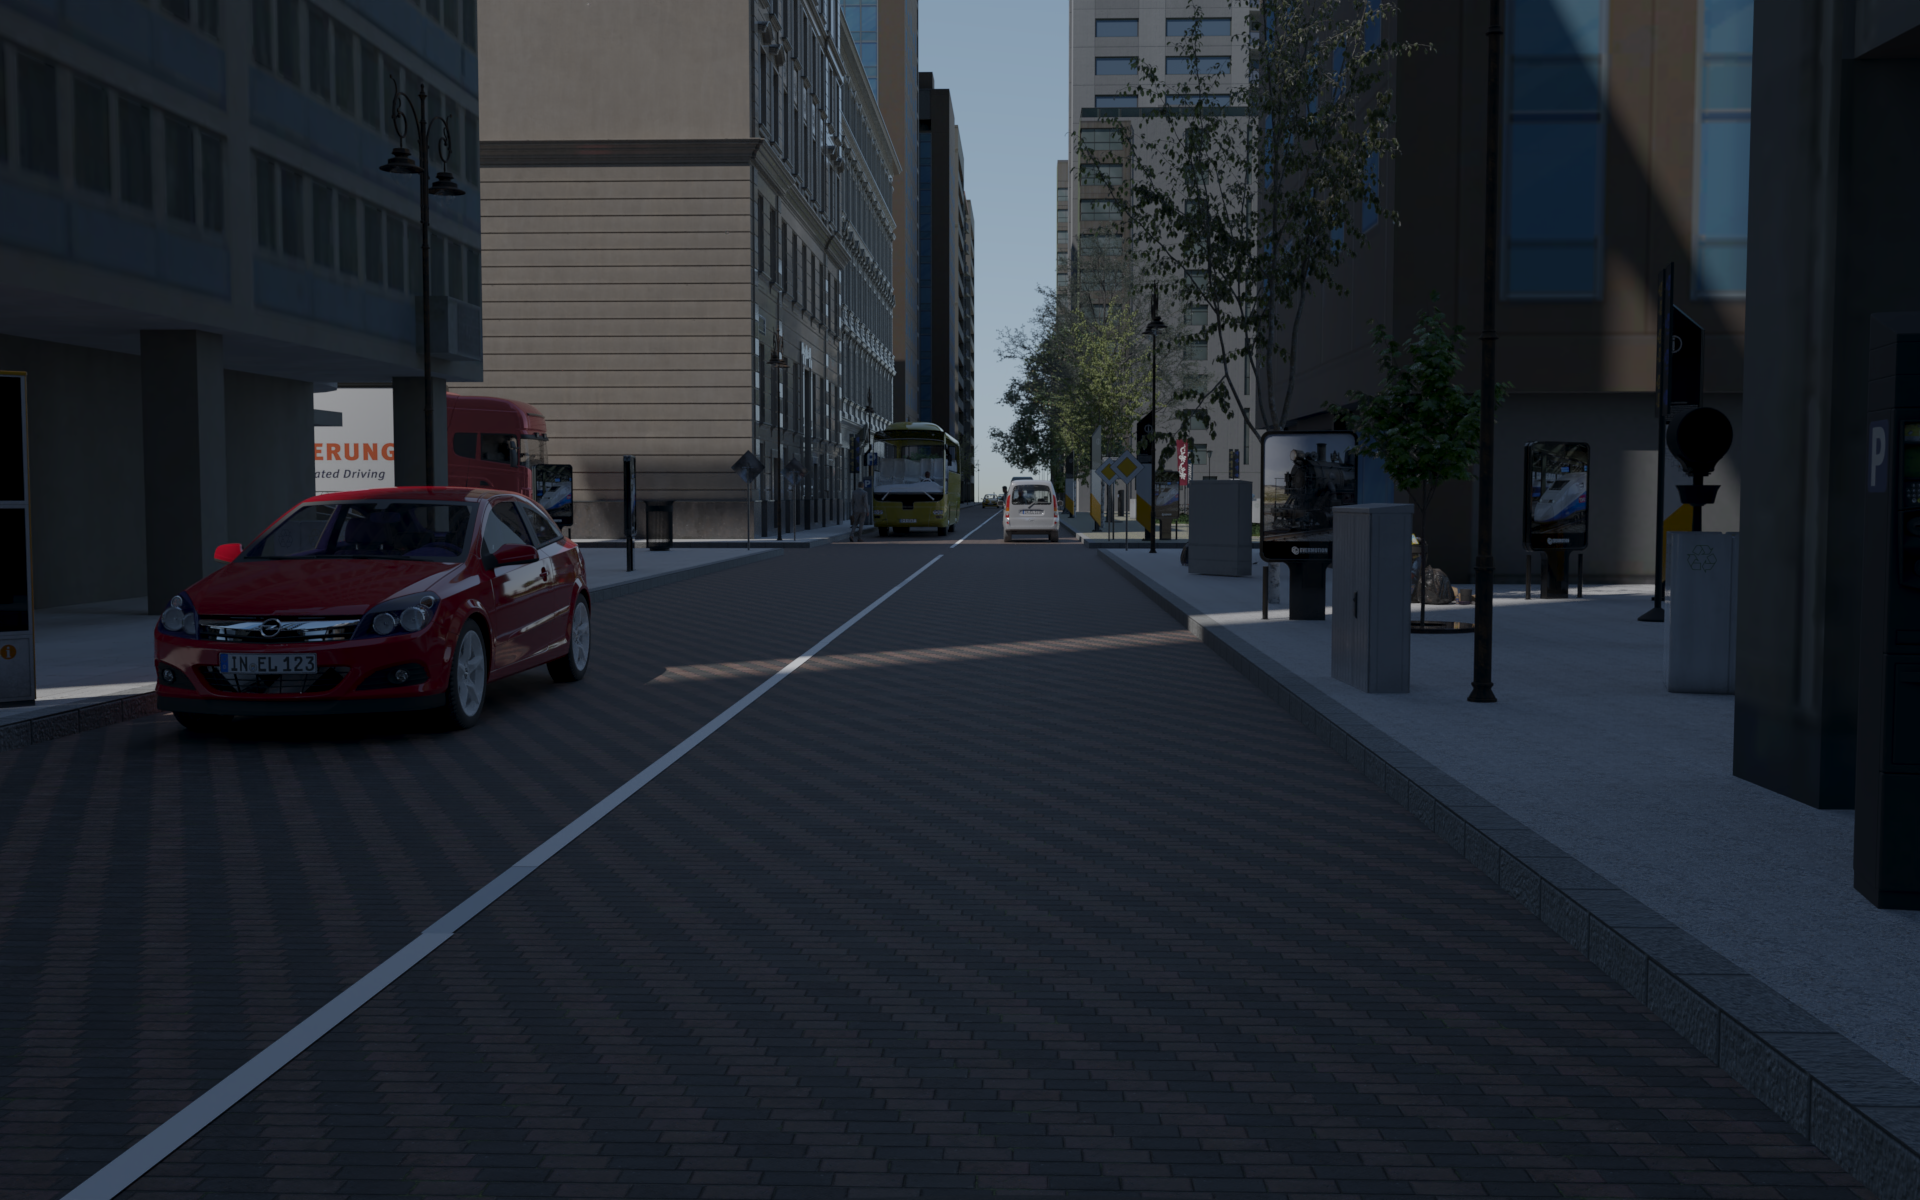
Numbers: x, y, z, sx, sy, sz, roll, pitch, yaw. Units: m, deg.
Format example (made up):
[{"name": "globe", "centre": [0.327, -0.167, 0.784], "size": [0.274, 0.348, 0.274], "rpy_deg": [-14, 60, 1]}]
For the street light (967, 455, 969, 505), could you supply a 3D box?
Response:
[{"name": "street light", "centre": [0.897, -14.350, 207.404], "size": [0.468, 5.910, 1.993], "rpy_deg": [0, 4, 2]}]

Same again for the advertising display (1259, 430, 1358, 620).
[{"name": "advertising display", "centre": [3.537, -0.757, 17.593], "size": [0.974, 1.923, 0.123], "rpy_deg": [1, 4, 10]}]

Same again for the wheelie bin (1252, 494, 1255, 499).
[{"name": "wheelie bin", "centre": [11.119, -3.688, 68.209], "size": [0.980, 1.594, 0.693], "rpy_deg": [1, 4, 13]}]

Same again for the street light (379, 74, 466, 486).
[{"name": "street light", "centre": [-6.053, -2.868, 19.678], "size": [0.468, 5.910, 1.993], "rpy_deg": [0, 4, 2]}]

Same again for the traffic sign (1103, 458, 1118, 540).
[{"name": "traffic sign", "centre": [4.302, -2.839, 48.543], "size": [0.606, 2.300, 0.079], "rpy_deg": [0, 4, 8]}]

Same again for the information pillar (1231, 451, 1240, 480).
[{"name": "information pillar", "centre": [15.004, -6.302, 94.397], "size": [0.504, 3.616, 0.183], "rpy_deg": [-1, 4, -10]}]

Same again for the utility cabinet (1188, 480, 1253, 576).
[{"name": "utility cabinet", "centre": [4.094, -1.134, 27.221], "size": [0.318, 1.500, 1.173], "rpy_deg": [-2, 4, -32]}]

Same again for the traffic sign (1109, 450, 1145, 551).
[{"name": "traffic sign", "centre": [3.767, -2.171, 39.134], "size": [0.795, 2.450, 0.064], "rpy_deg": [0, 4, 2]}]

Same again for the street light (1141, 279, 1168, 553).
[{"name": "street light", "centre": [4.195, -3.957, 37.487], "size": [0.468, 5.910, 1.993], "rpy_deg": [0, 4, 2]}]

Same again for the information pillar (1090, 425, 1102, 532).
[{"name": "information pillar", "centre": [4.625, -4.138, 59.008], "size": [0.183, 3.616, 0.504], "rpy_deg": [3, 5, 45]}]

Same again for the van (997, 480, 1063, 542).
[{"name": "van", "centre": [2.145, -2.792, 52.662], "size": [2.013, 2.044, 4.112], "rpy_deg": [0, 4, 1]}]

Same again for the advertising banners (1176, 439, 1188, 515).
[{"name": "advertising banners", "centre": [7.509, -3.557, 54.341], "size": [0.090, 3.025, 2.074], "rpy_deg": [-3, 4, -37]}]

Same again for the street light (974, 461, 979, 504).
[{"name": "street light", "centre": [1.942, -16.023, 234.757], "size": [0.468, 5.910, 1.993], "rpy_deg": [0, 4, 2]}]

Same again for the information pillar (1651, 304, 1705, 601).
[{"name": "information pillar", "centre": [8.557, -1.789, 20.603], "size": [0.183, 3.616, 0.504], "rpy_deg": [-3, 5, -45]}]

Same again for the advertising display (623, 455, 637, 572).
[{"name": "advertising display", "centre": [-5.519, -1.454, 28.986], "size": [0.123, 1.923, 0.974], "rpy_deg": [0, 4, -5]}]

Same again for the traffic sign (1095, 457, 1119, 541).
[{"name": "traffic sign", "centre": [4.058, -2.659, 47.113], "size": [0.795, 2.450, 0.064], "rpy_deg": [0, 4, 2]}]

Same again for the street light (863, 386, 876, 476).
[{"name": "street light", "centre": [-3.890, -6.225, 74.569], "size": [0.468, 5.910, 1.993], "rpy_deg": [0, 4, 2]}]

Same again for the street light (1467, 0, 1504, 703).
[{"name": "street light", "centre": [3.233, -2.309, 10.546], "size": [0.468, 5.910, 1.993], "rpy_deg": [0, 4, 2]}]

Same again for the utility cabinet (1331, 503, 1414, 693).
[{"name": "utility cabinet", "centre": [2.744, -0.028, 11.618], "size": [0.306, 1.237, 1.020], "rpy_deg": [0, 4, -1]}]

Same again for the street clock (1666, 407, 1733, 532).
[{"name": "street clock", "centre": [6.190, -0.610, 14.547], "size": [0.471, 2.002, 0.358], "rpy_deg": [0, 3, 0]}]

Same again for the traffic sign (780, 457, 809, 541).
[{"name": "traffic sign", "centre": [-4.530, -2.679, 47.446], "size": [0.795, 2.450, 0.064], "rpy_deg": [0, 4, 2]}]

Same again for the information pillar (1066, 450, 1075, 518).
[{"name": "information pillar", "centre": [5.897, -6.206, 92.822], "size": [0.504, 3.616, 0.183], "rpy_deg": [2, 4, 32]}]

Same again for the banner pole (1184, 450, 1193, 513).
[{"name": "banner pole", "centre": [11.220, -5.825, 85.262], "size": [0.401, 3.779, 0.863], "rpy_deg": [-2, 4, -29]}]

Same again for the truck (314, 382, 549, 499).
[{"name": "truck", "centre": [-15.424, -3.338, 43.494], "size": [11.283, 4.237, 2.839], "rpy_deg": [0, 4, 1]}]

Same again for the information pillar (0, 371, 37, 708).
[{"name": "information pillar", "centre": [-5.805, -0.364, 10.439], "size": [0.304, 2.012, 0.304], "rpy_deg": [3, 5, 45]}]

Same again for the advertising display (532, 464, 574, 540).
[{"name": "advertising display", "centre": [-8.709, -1.949, 37.077], "size": [0.123, 1.923, 0.974], "rpy_deg": [3, 5, 40]}]

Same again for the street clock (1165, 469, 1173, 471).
[{"name": "street clock", "centre": [6.098, -2.837, 50.954], "size": [0.358, 2.002, 0.471], "rpy_deg": [-1, 4, -17]}]

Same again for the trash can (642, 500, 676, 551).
[{"name": "trash can", "centre": [-6.787, -1.679, 39.104], "size": [0.748, 1.137, 0.748], "rpy_deg": [0, 3, 0]}]

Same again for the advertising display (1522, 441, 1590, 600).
[{"name": "advertising display", "centre": [7.287, -0.976, 21.178], "size": [0.974, 1.923, 0.123], "rpy_deg": [-2, 4, -26]}]

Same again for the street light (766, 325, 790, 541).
[{"name": "street light", "centre": [-4.980, -4.578, 47.633], "size": [0.468, 5.910, 1.993], "rpy_deg": [0, 4, 2]}]

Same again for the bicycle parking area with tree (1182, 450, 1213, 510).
[{"name": "bicycle parking area with tree", "centre": [18.959, -7.784, 114.274], "size": [8.231, 4.147, 9.016], "rpy_deg": [0, 4, 3]}]

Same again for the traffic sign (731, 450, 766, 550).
[{"name": "traffic sign", "centre": [-4.820, -2.191, 39.466], "size": [0.795, 2.450, 0.064], "rpy_deg": [0, 4, 2]}]

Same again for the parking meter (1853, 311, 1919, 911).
[{"name": "parking meter", "centre": [2.994, 0.019, 5.406], "size": [0.255, 1.863, 0.399], "rpy_deg": [1, 4, 14]}]

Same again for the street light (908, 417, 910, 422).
[{"name": "street light", "centre": [-3.001, -7.904, 102.015], "size": [0.468, 5.910, 1.993], "rpy_deg": [0, 4, 2]}]

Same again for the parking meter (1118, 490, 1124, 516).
[{"name": "parking meter", "centre": [9.278, -5.588, 99.778], "size": [0.372, 1.533, 0.369], "rpy_deg": [0, 3, 0]}]

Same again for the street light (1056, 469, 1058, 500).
[{"name": "street light", "centre": [8.032, -10.453, 143.701], "size": [0.468, 5.910, 1.993], "rpy_deg": [0, 4, 2]}]

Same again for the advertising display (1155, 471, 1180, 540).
[{"name": "advertising display", "centre": [5.733, -2.636, 48.307], "size": [0.974, 1.923, 0.123], "rpy_deg": [-3, 4, -36]}]

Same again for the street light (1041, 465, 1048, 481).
[{"name": "street light", "centre": [11.007, -15.538, 226.830], "size": [0.468, 5.910, 1.993], "rpy_deg": [0, 4, 2]}]

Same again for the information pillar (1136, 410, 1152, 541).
[{"name": "information pillar", "centre": [5.077, -3.428, 47.396], "size": [0.504, 3.616, 0.183], "rpy_deg": [1, 4, 9]}]
